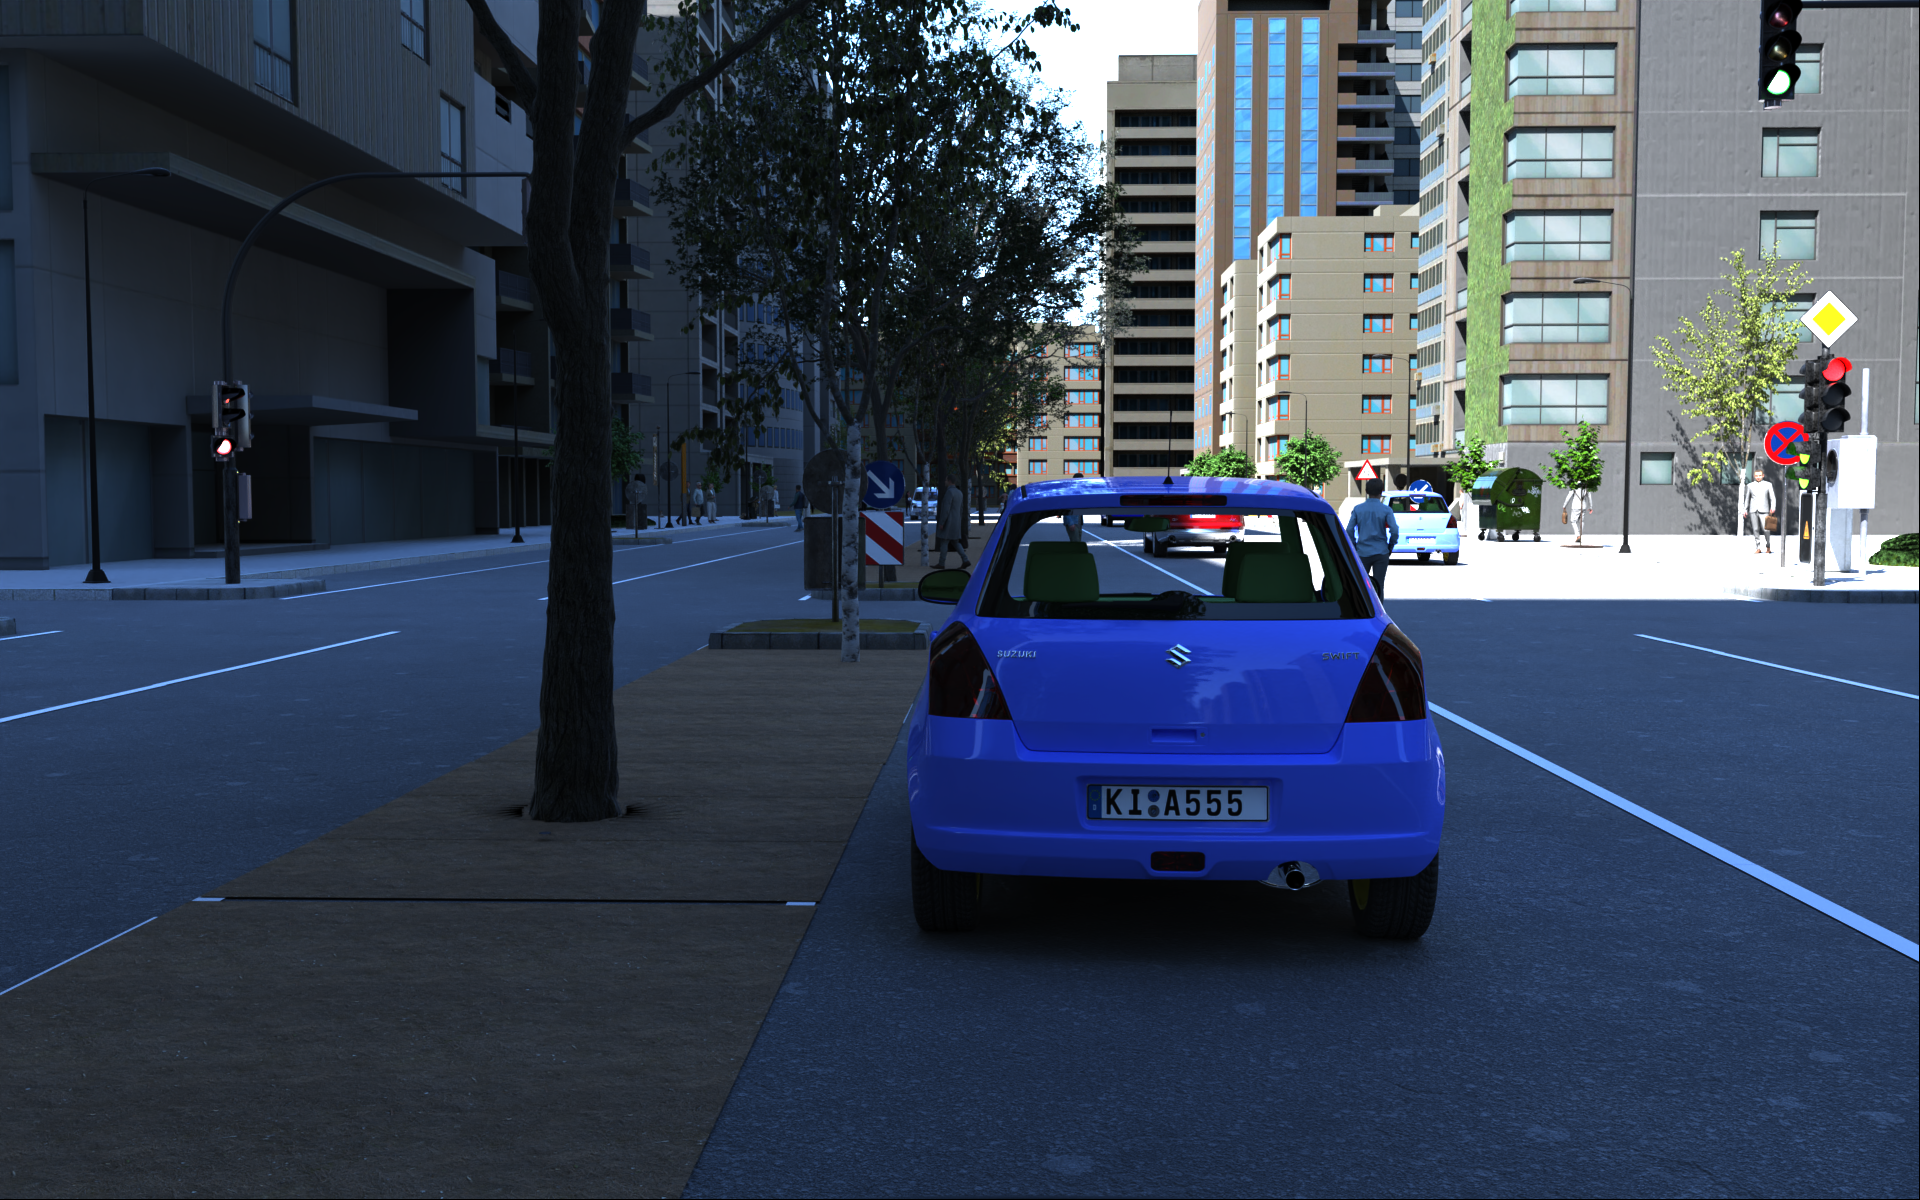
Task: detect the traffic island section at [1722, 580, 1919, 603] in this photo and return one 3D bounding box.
[{"bbox_3d":[11.993,-0.114,24.140,2.009,0.180,2.903,0,4,2],"label":"traffic island section"}]

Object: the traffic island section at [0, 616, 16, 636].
[{"bbox_3d":[-10.680,0.333,16.840,2.009,0.180,2.903,0,4,2],"label":"traffic island section"}]

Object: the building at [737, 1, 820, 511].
[{"bbox_3d":[-22.951,-36.206,133.967,21.231,58.520,28.212,0,4,2],"label":"building"}]

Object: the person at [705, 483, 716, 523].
[{"bbox_3d":[-10.874,-4.228,75.717,0.362,1.759,0.519,2,4,35],"label":"person"}]

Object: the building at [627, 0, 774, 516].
[{"bbox_3d":[-22.763,-41.036,109.197,20.563,71.187,20.611,0,4,2],"label":"building"}]

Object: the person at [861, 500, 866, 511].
[{"bbox_3d":[-6.618,-6.790,119.506,1.348,1.826,0.705,-3,5,-40],"label":"person"}]

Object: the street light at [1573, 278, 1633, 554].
[{"bbox_3d":[13.869,-3.964,37.348,1.470,5.913,1.316,0,4,2],"label":"street light"}]

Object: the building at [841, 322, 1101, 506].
[{"bbox_3d":[1.085,-21.696,199.774,28.899,21.520,27.650,0,4,2],"label":"building"}]

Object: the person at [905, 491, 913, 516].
[{"bbox_3d":[-3.360,-6.415,114.863,0.593,1.643,0.415,1,4,11],"label":"person"}]

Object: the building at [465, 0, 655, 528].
[{"bbox_3d":[-26.157,-25.801,76.477,22.147,44.769,28.867,0,4,2],"label":"building"}]

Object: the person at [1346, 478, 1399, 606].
[{"bbox_3d":[4.361,-0.489,18.306,0.589,1.601,0.330,2,4,34],"label":"person"}]

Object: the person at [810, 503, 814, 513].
[{"bbox_3d":[-9.878,-6.635,114.530,1.348,1.823,0.705,0,4,7],"label":"person"}]

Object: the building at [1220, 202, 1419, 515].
[{"bbox_3d":[33.960,-16.947,122.130,27.650,21.520,28.899,0,4,2],"label":"building"}]

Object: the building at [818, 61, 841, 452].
[{"bbox_3d":[-18.714,-29.469,165.405,14.086,41.232,14.154,0,4,2],"label":"building"}]

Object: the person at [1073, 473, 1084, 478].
[{"bbox_3d":[1.896,-1.243,29.175,0.444,1.785,0.601,2,4,35],"label":"person"}]

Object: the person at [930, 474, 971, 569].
[{"bbox_3d":[-0.185,-1.485,32.883,0.767,1.812,0.694,2,4,26],"label":"person"}]

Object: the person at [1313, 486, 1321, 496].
[{"bbox_3d":[18.871,-5.246,91.996,0.709,1.800,0.728,0,4,-1],"label":"person"}]

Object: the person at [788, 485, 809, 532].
[{"bbox_3d":[-6.074,-3.453,65.309,0.721,1.781,0.623,1,4,17],"label":"person"}]

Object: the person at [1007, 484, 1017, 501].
[{"bbox_3d":[1.856,-3.182,60.797,0.793,1.790,0.793,-1,4,-13],"label":"person"}]

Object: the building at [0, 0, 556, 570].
[{"bbox_3d":[-26.132,-27.576,40.102,28.713,52.752,27.495,0,4,2],"label":"building"}]

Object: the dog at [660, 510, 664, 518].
[{"bbox_3d":[-16.296,-4.723,94.963,0.550,0.427,0.748,2,4,27],"label":"dog"}]

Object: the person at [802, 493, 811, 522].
[{"bbox_3d":[-7.827,-4.864,88.567,0.519,1.759,0.362,2,4,30],"label":"person"}]

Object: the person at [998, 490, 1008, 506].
[{"bbox_3d":[3.431,-7.475,131.424,1.217,1.736,0.721,1,4,17],"label":"person"}]

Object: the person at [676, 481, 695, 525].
[{"bbox_3d":[-11.518,-4.082,72.694,0.836,1.842,0.656,0,4,-7],"label":"person"}]

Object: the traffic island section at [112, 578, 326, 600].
[{"bbox_3d":[-10.438,-0.155,24.821,2.009,0.180,2.903,0,4,2],"label":"traffic island section"}]

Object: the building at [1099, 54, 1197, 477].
[{"bbox_3d":[26.383,-34.950,195.128,21.600,48.544,21.300,0,4,2],"label":"building"}]

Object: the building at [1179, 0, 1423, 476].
[{"bbox_3d":[31.829,-44.154,160.166,20.563,71.187,20.611,0,4,2],"label":"building"}]

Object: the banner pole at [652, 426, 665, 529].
[{"bbox_3d":[-11.074,-4.479,63.247,0.401,3.779,0.863,1,4,9],"label":"banner pole"}]

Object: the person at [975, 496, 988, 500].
[{"bbox_3d":[1.966,-8.954,154.831,1.348,1.831,0.705,2,4,27],"label":"person"}]

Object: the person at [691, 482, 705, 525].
[{"bbox_3d":[-10.775,-3.944,71.012,0.515,1.767,0.782,1,4,19],"label":"person"}]

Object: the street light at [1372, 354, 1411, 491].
[{"bbox_3d":[14.405,-5.210,57.720,1.470,5.913,1.316,0,4,2],"label":"street light"}]

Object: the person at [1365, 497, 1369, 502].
[{"bbox_3d":[15.035,-3.448,62.763,0.721,1.781,0.623,3,5,42],"label":"person"}]

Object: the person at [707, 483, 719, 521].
[{"bbox_3d":[-11.856,-4.688,82.787,0.635,1.810,0.391,3,4,38],"label":"person"}]

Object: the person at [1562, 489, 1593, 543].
[{"bbox_3d":[16.332,-2.423,45.776,0.709,1.813,0.853,0,4,-7],"label":"person"}]

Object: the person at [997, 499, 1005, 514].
[{"bbox_3d":[2.007,-4.295,83.745,0.382,1.210,0.505,1,4,15],"label":"person"}]

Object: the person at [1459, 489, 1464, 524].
[{"bbox_3d":[21.557,-4.016,74.295,0.523,1.515,0.503,-1,4,-14],"label":"person"}]

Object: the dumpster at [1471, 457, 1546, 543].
[{"bbox_3d":[14.735,-2.691,46.496,1.502,2.255,1.985,0,4,2],"label":"dumpster"}]

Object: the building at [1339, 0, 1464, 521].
[{"bbox_3d":[36.603,-24.110,86.082,32.217,40.220,23.993,0,4,2],"label":"building"}]

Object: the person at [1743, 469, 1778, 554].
[{"bbox_3d":[17.177,-1.896,37.169,0.709,1.813,0.853,2,4,34],"label":"person"}]

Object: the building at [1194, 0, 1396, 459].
[{"bbox_3d":[27.167,-30.169,143.377,14.600,45.320,14.200,0,4,2],"label":"building"}]

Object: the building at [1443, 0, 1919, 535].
[{"bbox_3d":[24.257,-22.986,59.422,14.154,41.232,14.086,0,4,2],"label":"building"}]

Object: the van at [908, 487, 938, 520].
[{"bbox_3d":[-1.856,-5.487,96.724,2.013,2.044,4.112,0,4,3],"label":"van"}]

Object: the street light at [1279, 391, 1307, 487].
[{"bbox_3d":[15.025,-6.450,77.992,1.470,5.913,1.316,0,4,2],"label":"street light"}]

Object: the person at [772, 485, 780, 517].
[{"bbox_3d":[-10.469,-5.586,97.728,0.624,1.780,0.694,-2,4,-35],"label":"person"}]
